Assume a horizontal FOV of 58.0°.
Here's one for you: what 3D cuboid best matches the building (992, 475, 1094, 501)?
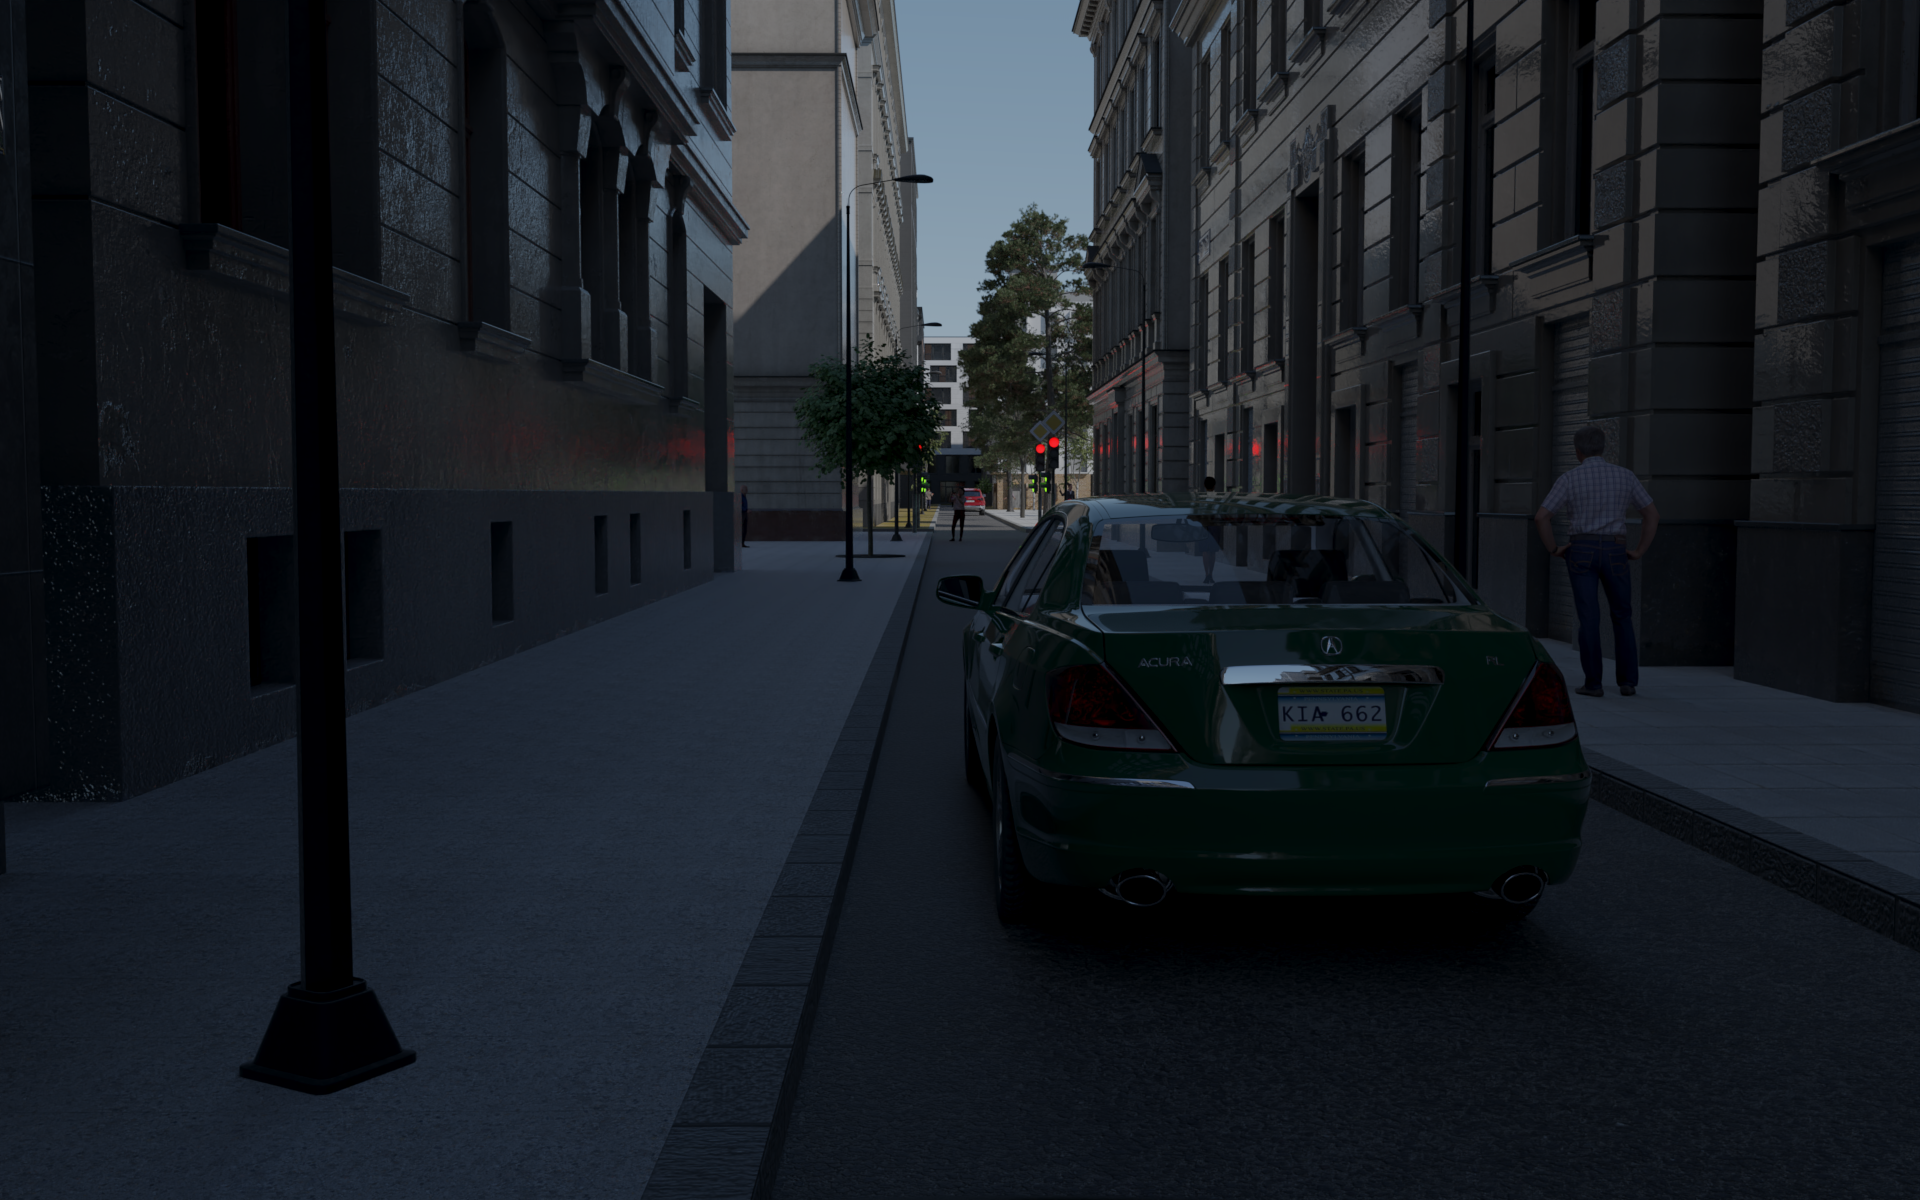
[{"bbox_3d":[7.982,-13.870,168.916,9.099,9.664,28.070,0,4,-1],"label":"building"}]

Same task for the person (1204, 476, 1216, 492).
[{"bbox_3d":[3.579,-1.012,24.960,0.453,1.535,0.546,0,4,-7],"label":"person"}]

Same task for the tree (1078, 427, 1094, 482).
[{"bbox_3d":[11.388,-11.515,138.627,4.737,8.622,4.395,0,3,0],"label":"tree"}]

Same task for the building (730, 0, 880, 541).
[{"bbox_3d":[-12.192,-11.400,51.017,19.286,19.102,10.561,0,4,-1],"label":"building"}]

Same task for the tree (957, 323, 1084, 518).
[{"bbox_3d":[3.615,-9.729,93.485,8.767,10.594,7.601,3,5,39],"label":"tree"}]

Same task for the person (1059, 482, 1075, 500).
[{"bbox_3d":[4.098,-3.614,65.929,0.445,1.727,0.742,3,5,42],"label":"person"}]

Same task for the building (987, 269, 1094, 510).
[{"bbox_3d":[10.376,-17.891,148.930,16.016,20.091,11.380,0,4,-1],"label":"building"}]

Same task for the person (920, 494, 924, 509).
[{"bbox_3d":[-3.359,-8.680,148.683,0.721,1.735,1.217,-2,4,-25],"label":"person"}]

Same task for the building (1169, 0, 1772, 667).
[{"bbox_3d":[10.572,-13.879,24.190,12.463,27.353,25.104,0,4,-1],"label":"building"}]

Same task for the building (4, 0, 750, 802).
[{"bbox_3d":[-9.809,-14.067,17.383,14.401,28.519,23.554,0,4,-1],"label":"building"}]

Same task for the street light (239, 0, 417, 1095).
[{"bbox_3d":[-0.870,-1.905,3.691,1.470,5.913,1.316,0,4,-1],"label":"street light"}]

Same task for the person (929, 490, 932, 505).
[{"bbox_3d":[-3.724,-12.408,208.780,0.599,1.838,0.709,-3,4,-38],"label":"person"}]

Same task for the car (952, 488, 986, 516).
[{"bbox_3d":[0.621,-6.595,116.501,2.281,1.827,5.304,0,4,-1],"label":"car"}]

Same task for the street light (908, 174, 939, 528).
[{"bbox_3d":[-1.085,-3.227,25.310,1.470,5.913,1.316,0,4,-1],"label":"street light"}]

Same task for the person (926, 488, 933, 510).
[{"bbox_3d":[-3.059,-9.404,160.331,0.750,1.759,0.617,3,5,43],"label":"person"}]

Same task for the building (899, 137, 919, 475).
[{"bbox_3d":[-10.213,-20.089,121.967,14.314,27.812,24.014,0,4,-1],"label":"building"}]

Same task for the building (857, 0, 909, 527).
[{"bbox_3d":[-11.445,-19.025,87.472,17.030,29.872,44.131,0,4,-1],"label":"building"}]

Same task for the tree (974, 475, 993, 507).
[{"bbox_3d":[2.334,-11.383,180.708,1.663,3.219,1.824,0,3,0],"label":"tree"}]

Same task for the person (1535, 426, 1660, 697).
[{"bbox_3d":[4.039,-0.248,11.034,0.756,1.711,0.436,1,4,13],"label":"person"}]

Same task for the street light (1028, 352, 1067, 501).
[{"bbox_3d":[2.928,-5.148,56.718,1.470,5.913,1.316,0,4,-1],"label":"street light"}]

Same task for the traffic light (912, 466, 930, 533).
[{"bbox_3d":[-1.562,-4.650,65.271,0.839,4.213,0.868,0,4,-1],"label":"traffic light"}]

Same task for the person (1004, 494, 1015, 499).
[{"bbox_3d":[3.725,-7.369,128.482,0.963,1.587,0.435,1,4,19],"label":"person"}]

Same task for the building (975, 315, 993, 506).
[{"bbox_3d":[16.305,-21.784,200.140,27.936,21.610,32.646,0,4,-1],"label":"building"}]

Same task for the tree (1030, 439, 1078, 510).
[{"bbox_3d":[5.915,-11.287,134.903,4.737,8.622,4.395,0,3,0],"label":"tree"}]

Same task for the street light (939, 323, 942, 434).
[{"bbox_3d":[-1.183,-4.550,46.929,1.470,5.913,1.316,0,4,-1],"label":"street light"}]

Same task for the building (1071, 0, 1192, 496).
[{"bbox_3d":[8.983,-11.150,46.931,10.561,19.102,19.286,0,4,-1],"label":"building"}]

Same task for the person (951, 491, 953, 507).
[{"bbox_3d":[-0.917,-11.126,191.090,0.721,1.739,1.217,1,4,14],"label":"person"}]

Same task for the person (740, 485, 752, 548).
[{"bbox_3d":[-5.186,-1.995,41.353,0.600,1.496,0.574,3,4,36],"label":"person"}]

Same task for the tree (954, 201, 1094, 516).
[{"bbox_3d":[3.854,-10.215,74.445,7.806,13.903,7.818,0,3,0],"label":"tree"}]

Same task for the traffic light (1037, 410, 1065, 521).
[{"bbox_3d":[3.076,-4.165,57.346,0.839,4.213,0.868,0,4,-1],"label":"traffic light"}]

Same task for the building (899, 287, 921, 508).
[{"bbox_3d":[-18.015,-19.129,156.735,27.936,21.610,32.646,0,4,-1],"label":"building"}]

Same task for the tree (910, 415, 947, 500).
[{"bbox_3d":[-2.988,-11.465,137.816,4.737,8.622,4.395,0,3,0],"label":"tree"}]

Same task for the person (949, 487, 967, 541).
[{"bbox_3d":[-0.061,-2.598,52.436,0.566,1.644,0.517,-2,4,-27],"label":"person"}]

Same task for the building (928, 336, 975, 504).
[{"bbox_3d":[-9.373,-24.116,238.273,32.646,21.610,27.936,0,4,-1],"label":"building"}]

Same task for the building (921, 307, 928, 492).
[{"bbox_3d":[-20.553,-21.933,202.572,32.646,21.610,27.936,0,4,-1],"label":"building"}]

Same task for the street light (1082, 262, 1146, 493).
[{"bbox_3d":[3.149,-3.812,34.860,1.470,5.913,1.316,0,4,-1],"label":"street light"}]

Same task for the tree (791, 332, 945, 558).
[{"bbox_3d":[-1.831,-3.158,35.355,4.285,4.588,4.351,0,3,0],"label":"tree"}]

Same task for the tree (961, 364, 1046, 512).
[{"bbox_3d":[3.551,-12.377,124.415,6.751,12.117,7.091,0,3,0],"label":"tree"}]

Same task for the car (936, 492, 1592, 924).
[{"bbox_3d":[0.976,0.279,7.235,2.131,1.459,4.920,0,4,-2],"label":"car"}]

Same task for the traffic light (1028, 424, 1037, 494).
[{"bbox_3d":[2.999,-4.654,65.331,0.839,4.213,0.868,0,4,-1],"label":"traffic light"}]

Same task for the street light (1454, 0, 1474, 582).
[{"bbox_3d":[3.326,-2.489,13.241,1.470,5.913,1.316,0,4,-1],"label":"street light"}]

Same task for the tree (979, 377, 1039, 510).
[{"bbox_3d":[3.374,-9.278,102.059,4.360,8.622,3.978,0,3,0],"label":"tree"}]
